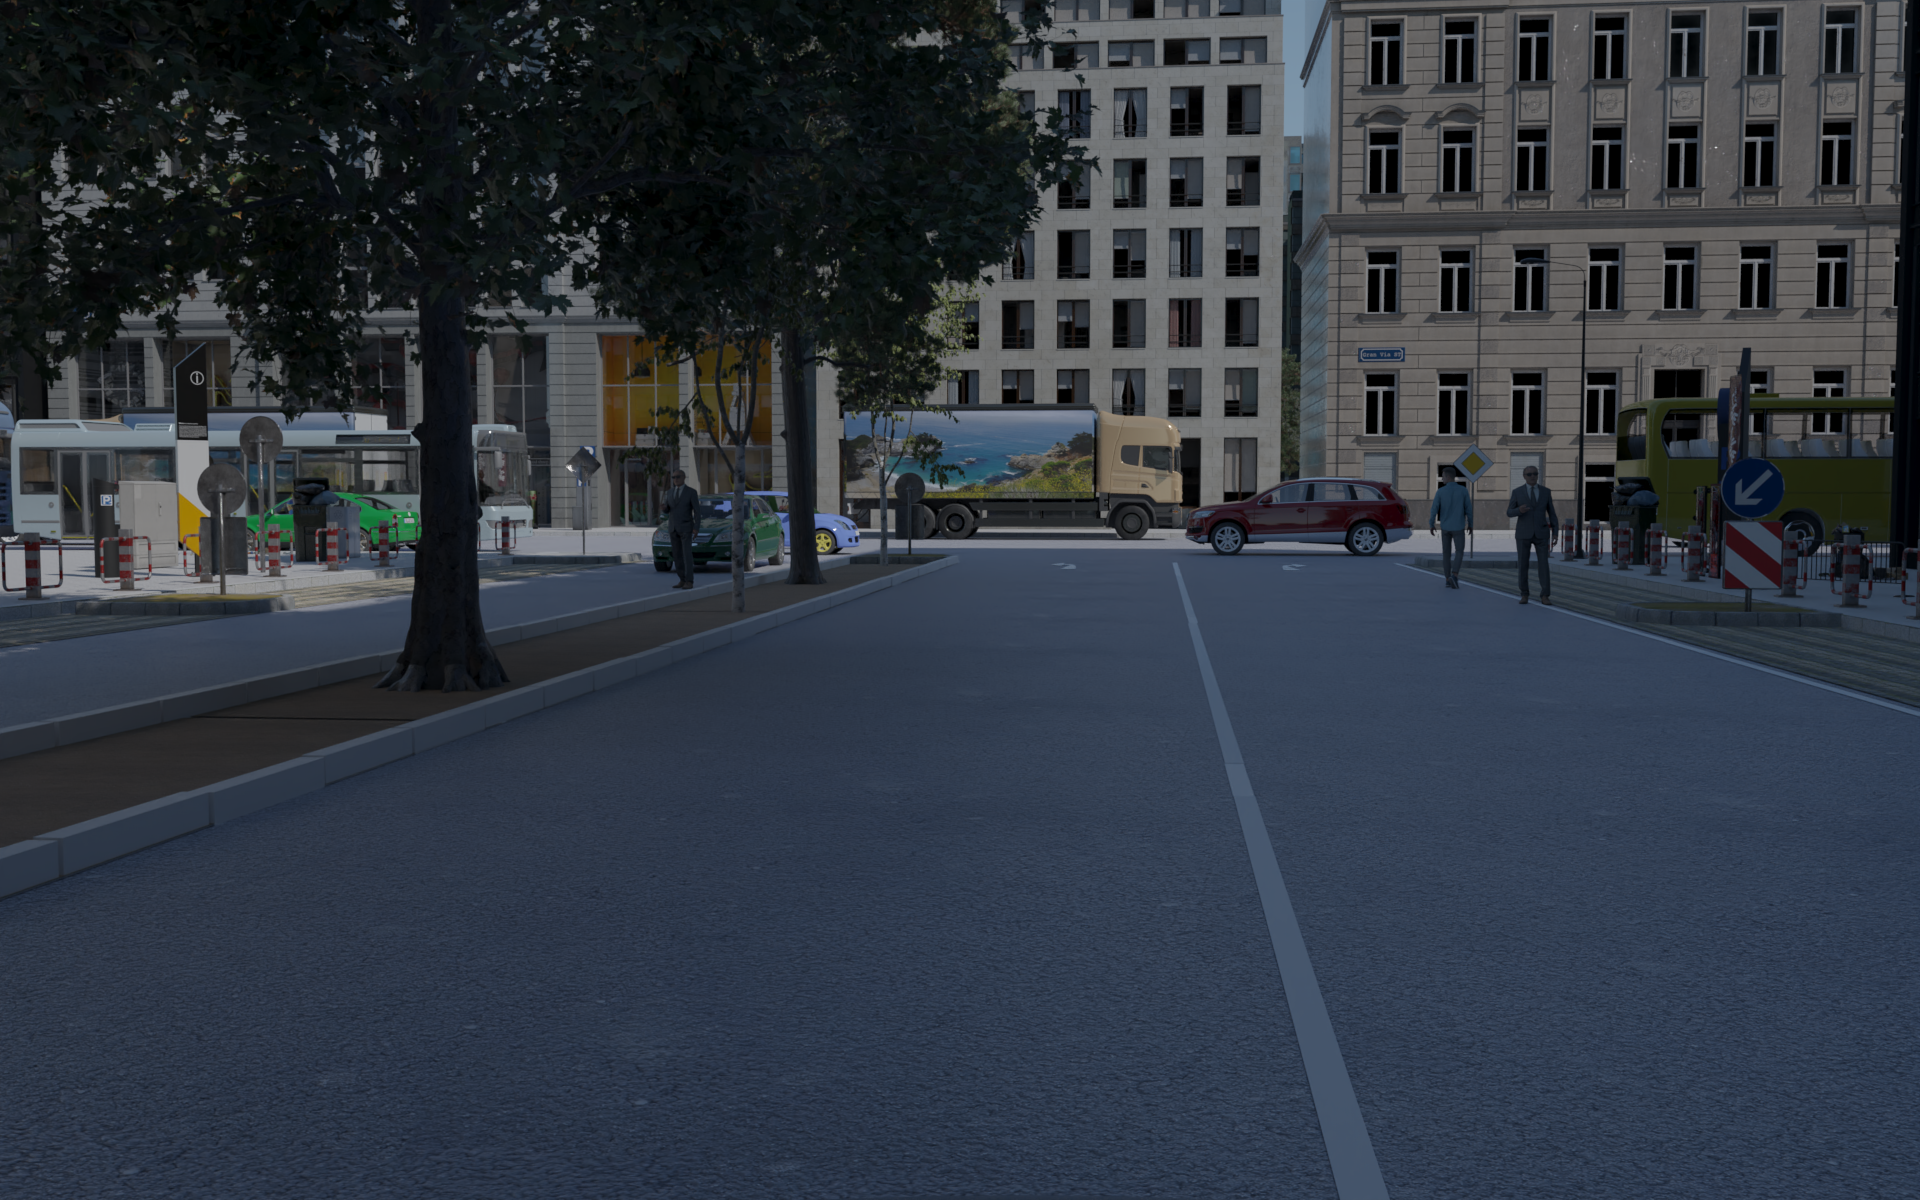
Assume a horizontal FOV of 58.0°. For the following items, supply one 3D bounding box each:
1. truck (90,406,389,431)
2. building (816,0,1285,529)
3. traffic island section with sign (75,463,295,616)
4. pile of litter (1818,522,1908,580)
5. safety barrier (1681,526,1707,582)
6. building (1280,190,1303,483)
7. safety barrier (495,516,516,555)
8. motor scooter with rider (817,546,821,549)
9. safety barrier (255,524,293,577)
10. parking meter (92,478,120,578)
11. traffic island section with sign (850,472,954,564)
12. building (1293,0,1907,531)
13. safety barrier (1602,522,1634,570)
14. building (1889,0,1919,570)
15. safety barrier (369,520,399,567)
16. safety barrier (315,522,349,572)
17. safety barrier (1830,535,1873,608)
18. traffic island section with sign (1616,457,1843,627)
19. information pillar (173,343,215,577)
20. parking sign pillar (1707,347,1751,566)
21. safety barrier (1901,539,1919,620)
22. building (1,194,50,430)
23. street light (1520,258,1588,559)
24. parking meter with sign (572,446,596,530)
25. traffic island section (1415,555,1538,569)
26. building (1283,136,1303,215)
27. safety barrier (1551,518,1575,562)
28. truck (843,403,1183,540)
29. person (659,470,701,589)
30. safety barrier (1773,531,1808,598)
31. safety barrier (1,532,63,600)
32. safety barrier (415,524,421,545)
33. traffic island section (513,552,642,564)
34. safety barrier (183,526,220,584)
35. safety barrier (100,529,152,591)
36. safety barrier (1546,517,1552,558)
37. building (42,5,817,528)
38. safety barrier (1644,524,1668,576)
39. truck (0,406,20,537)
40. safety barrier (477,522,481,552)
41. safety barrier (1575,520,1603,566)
[{"bbox_3d":[-24.551,-4.147,56.712,11.283,4.237,2.839,0,4,7],"label":"truck"},{"bbox_3d":[3.668,-13.008,67.435,16.860,20.320,10.420,0,4,6],"label":"building"},{"bbox_3d":[-9.340,-0.771,21.238,1.989,1.847,2.006,0,4,6],"label":"traffic island section with sign"},{"bbox_3d":[13.869,-0.771,26.575,1.176,0.858,1.719,1,4,18],"label":"pile of litter"},{"bbox_3d":[10.730,-0.676,25.323,0.300,0.817,1.120,0,4,6],"label":"safety barrier"},{"bbox_3d":[38.272,-24.125,166.148,14.160,30.474,14.107,0,4,6],"label":"building"},{"bbox_3d":[-9.525,-1.348,36.308,0.300,0.817,1.120,0,4,6],"label":"safety barrier"},{"bbox_3d":[-4.353,-2.233,45.473,1.986,1.779,0.876,0,4,8],"label":"motor scooter with rider"},{"bbox_3d":[-10.592,-0.763,26.757,0.300,0.817,1.120,0,4,6],"label":"safety barrier"},{"bbox_3d":[-13.097,-1.112,26.592,0.372,1.533,0.369,0,3,0],"label":"parking meter"},{"bbox_3d":[-1.137,-1.707,36.046,2.006,1.907,1.989,0,4,6],"label":"traffic island section with sign"},{"bbox_3d":[25.693,-16.402,65.434,25.104,27.353,12.463,0,4,6],"label":"building"},{"bbox_3d":[11.157,-0.909,29.133,0.300,0.817,1.120,0,4,6],"label":"safety barrier"},{"bbox_3d":[21.402,-11.696,20.910,12.332,23.373,15.834,0,4,6],"label":"building"},{"bbox_3d":[-10.166,-0.996,30.567,0.300,0.817,1.120,0,4,6],"label":"safety barrier"},{"bbox_3d":[-10.382,-0.880,28.662,0.300,0.817,1.120,0,4,6],"label":"safety barrier"},{"bbox_3d":[10.087,-0.326,19.602,0.300,0.817,1.120,0,4,6],"label":"safety barrier"},{"bbox_3d":[8.556,-0.667,19.530,1.989,1.847,2.006,0,4,6],"label":"traffic island section with sign"},{"bbox_3d":[-11.835,-2.164,26.737,0.183,3.616,0.504,3,5,44],"label":"information pillar"},{"bbox_3d":[14.035,-2.627,31.431,1.447,3.967,1.447,2,4,28],"label":"parking sign pillar"},{"bbox_3d":[9.875,-0.209,17.697,0.300,0.817,1.120,0,4,6],"label":"safety barrier"},{"bbox_3d":[-43.098,-14.885,73.053,15.834,23.373,12.332,0,4,6],"label":"building"},{"bbox_3d":[11.727,-3.771,34.204,1.470,5.913,1.316,0,4,6],"label":"street light"},{"bbox_3d":[-13.451,-4.009,61.804,0.543,3.016,1.738,0,4,1],"label":"parking meter with sign"},{"bbox_3d":[10.218,-0.750,34.539,2.009,0.180,2.903,0,4,6],"label":"traffic island section"},{"bbox_3d":[31.348,-37.379,230.758,30.456,49.044,23.786,0,4,6],"label":"building"},{"bbox_3d":[11.587,-1.142,32.949,0.300,0.817,1.120,0,4,6],"label":"safety barrier"},{"bbox_3d":[2.041,-4.034,54.877,11.283,4.237,2.839,0,4,7],"label":"truck"},{"bbox_3d":[-4.257,-1.073,26.218,0.661,1.801,0.590,1,4,22],"label":"person"},{"bbox_3d":[10.303,-0.443,21.513,0.300,0.817,1.120,0,4,6],"label":"safety barrier"},{"bbox_3d":[-11.241,-0.411,21.000,0.300,0.817,1.120,0,4,6],"label":"safety barrier"},{"bbox_3d":[-9.958,-1.113,32.472,0.300,0.817,1.120,0,4,6],"label":"safety barrier"},{"bbox_3d":[-7.960,-0.874,36.571,2.009,0.180,2.903,0,4,6],"label":"traffic island section"},{"bbox_3d":[-10.815,-0.646,24.834,0.300,0.817,1.120,0,4,6],"label":"safety barrier"},{"bbox_3d":[-11.026,-0.528,22.910,0.300,0.817,1.120,0,4,6],"label":"safety barrier"},{"bbox_3d":[11.800,-1.259,34.864,0.300,0.817,1.120,0,4,6],"label":"safety barrier"},{"bbox_3d":[-20.154,-17.909,70.310,29.804,29.767,11.434,0,4,6],"label":"building"},{"bbox_3d":[10.944,-0.792,27.229,0.300,0.817,1.120,0,4,6],"label":"safety barrier"},{"bbox_3d":[-32.605,-3.300,43.706,18.799,4.110,2.967,0,4,5],"label":"truck"},{"bbox_3d":[-9.743,-1.229,34.377,0.300,0.817,1.120,0,4,6],"label":"safety barrier"},{"bbox_3d":[11.365,-1.025,31.039,0.300,0.817,1.120,0,4,6],"label":"safety barrier"}]
